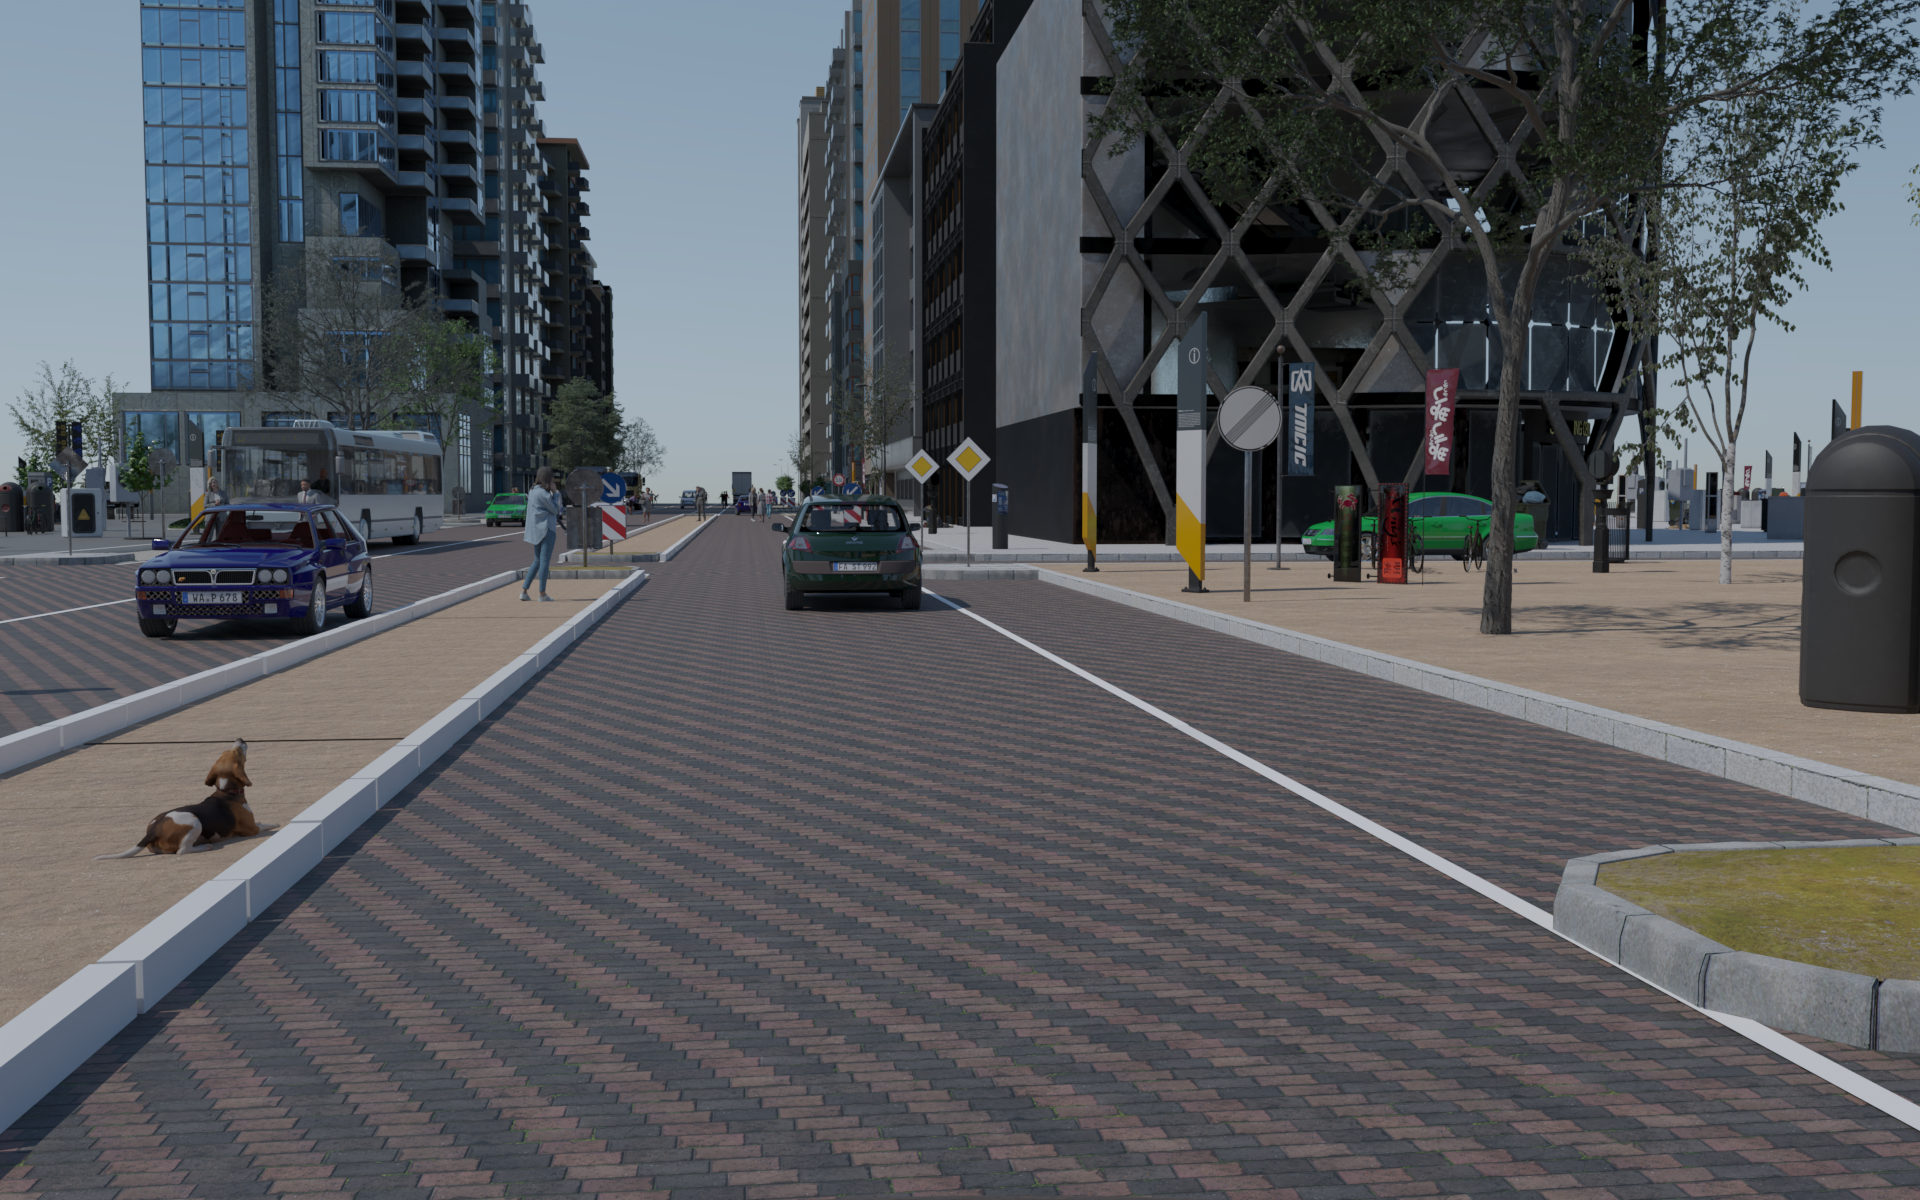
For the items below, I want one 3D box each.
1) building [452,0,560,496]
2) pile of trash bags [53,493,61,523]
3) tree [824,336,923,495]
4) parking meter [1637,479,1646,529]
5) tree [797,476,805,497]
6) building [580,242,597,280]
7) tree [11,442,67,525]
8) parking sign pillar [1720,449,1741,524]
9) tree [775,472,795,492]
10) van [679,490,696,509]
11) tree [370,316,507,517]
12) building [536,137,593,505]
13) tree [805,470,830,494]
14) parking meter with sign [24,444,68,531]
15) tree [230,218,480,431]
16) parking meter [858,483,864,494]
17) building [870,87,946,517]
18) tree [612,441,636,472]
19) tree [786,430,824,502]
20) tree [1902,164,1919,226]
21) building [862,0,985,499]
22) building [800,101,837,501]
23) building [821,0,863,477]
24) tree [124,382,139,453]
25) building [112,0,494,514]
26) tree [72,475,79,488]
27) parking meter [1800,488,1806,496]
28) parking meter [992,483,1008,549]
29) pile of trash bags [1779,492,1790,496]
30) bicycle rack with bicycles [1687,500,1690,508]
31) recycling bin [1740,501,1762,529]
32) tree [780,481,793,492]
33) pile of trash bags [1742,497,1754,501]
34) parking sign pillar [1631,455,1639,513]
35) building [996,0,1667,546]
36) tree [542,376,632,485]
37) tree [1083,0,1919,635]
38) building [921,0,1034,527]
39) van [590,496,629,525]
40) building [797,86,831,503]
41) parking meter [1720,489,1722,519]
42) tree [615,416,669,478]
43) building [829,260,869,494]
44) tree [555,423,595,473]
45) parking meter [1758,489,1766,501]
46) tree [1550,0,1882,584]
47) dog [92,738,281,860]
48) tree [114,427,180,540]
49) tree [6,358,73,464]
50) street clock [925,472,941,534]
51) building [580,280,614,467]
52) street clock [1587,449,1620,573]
[{"bbox_3d":[-49.149,-32.758,155.195,23.786,49.044,30.456,0,4,-7],"label":"building"},{"bbox_3d":[-39.810,-4.124,77.178,1.912,1.369,3.447,0,4,1],"label":"pile of trash bags"},{"bbox_3d":[-3.858,-7.909,79.667,4.360,8.622,3.978,0,3,0],"label":"tree"},{"bbox_3d":[25.178,-3.556,63.844,0.255,1.863,0.399,-2,4,-32],"label":"parking meter"},{"bbox_3d":[-16.350,-11.547,183.387,1.663,3.219,1.824,0,3,0],"label":"tree"},{"bbox_3d":[-65.114,-33.963,247.172,32.217,40.220,23.993,0,4,-7],"label":"building"},{"bbox_3d":[-34.578,-4.289,64.722,1.663,3.219,1.824,0,3,0],"label":"tree"},{"bbox_3d":[33.017,-5.257,74.425,1.447,3.967,1.447,2,4,27],"label":"parking sign pillar"},{"bbox_3d":[-26.458,-17.038,262.286,4.285,4.588,4.351,0,3,0],"label":"tree"},{"bbox_3d":[-26.620,-9.995,170.431,2.013,2.044,4.112,0,4,-6],"label":"van"},{"bbox_3d":[-29.436,-10.518,97.727,9.928,11.665,9.643,0,3,0],"label":"tree"},{"bbox_3d":[-55.948,-33.801,207.276,22.147,44.769,28.867,0,4,-7],"label":"building"},{"bbox_3d":[-11.145,-8.819,138.791,1.663,3.219,1.824,0,3,0],"label":"tree"},{"bbox_3d":[-32.111,-3.929,60.504,1.738,3.016,0.543,0,4,7],"label":"parking meter with sign"},{"bbox_3d":[-26.857,-10.212,77.341,12.009,13.543,11.850,0,3,0],"label":"tree"},{"bbox_3d":[-5.006,-4.943,86.535,0.399,1.863,0.255,0,4,5],"label":"parking meter"},{"bbox_3d":[2.996,-17.131,99.161,14.314,24.678,30.058,0,4,-7],"label":"building"},{"bbox_3d":[-43.673,-16.567,221.227,4.737,8.622,4.395,0,3,0],"label":"tree"},{"bbox_3d":[-17.679,-15.005,195.691,4.360,8.622,3.978,0,3,0],"label":"tree"},{"bbox_3d":[15.548,-4.478,23.576,4.737,8.622,4.395,0,3,0],"label":"tree"},{"bbox_3d":[0.577,-28.819,121.303,14.600,45.320,14.200,0,4,-7],"label":"building"},{"bbox_3d":[-8.040,-35.940,211.317,21.300,48.544,21.600,0,4,-7],"label":"building"},{"bbox_3d":[-1.899,-33.820,172.568,23.786,49.044,30.456,0,4,-7],"label":"building"},{"bbox_3d":[-51.914,-9.441,104.730,4.737,8.622,4.395,0,3,0],"label":"tree"},{"bbox_3d":[-45.165,-49.529,122.477,22.319,86.520,31.000,0,4,-7],"label":"building"},{"bbox_3d":[-37.817,-4.794,72.987,1.663,3.219,1.824,0,3,0],"label":"tree"},{"bbox_3d":[32.960,-3.639,67.915,0.372,1.533,0.369,0,3,0],"label":"parking meter"},{"bbox_3d":[0.937,-1.950,40.296,0.372,1.533,0.369,0,3,0],"label":"parking meter"},{"bbox_3d":[39.349,-4.431,82.195,1.912,1.369,3.447,2,4,33],"label":"pile of trash bags"},{"bbox_3d":[48.937,-6.296,116.320,2.852,0.926,2.925,-1,4,-17],"label":"bicycle rack with bicycles"},{"bbox_3d":[29.683,-3.203,64.931,0.722,1.027,0.722,2,4,26],"label":"recycling bin"},{"bbox_3d":[-25.385,-15.712,251.489,1.663,3.219,1.824,0,3,0],"label":"tree"},{"bbox_3d":[43.192,-5.386,97.819,3.447,1.369,1.912,2,4,29],"label":"pile of trash bags"},{"bbox_3d":[46.082,-7.952,118.489,1.447,3.967,1.447,1,4,13],"label":"parking sign pillar"},{"bbox_3d":[10.524,-11.135,49.504,16.811,18.784,16.820,0,4,-7],"label":"building"},{"bbox_3d":[-39.838,-17.017,184.877,9.857,13.997,8.962,0,3,0],"label":"tree"},{"bbox_3d":[4.759,-4.948,15.310,8.767,10.594,7.601,2,4,25],"label":"tree"},{"bbox_3d":[5.270,-15.024,75.312,12.332,23.373,15.834,0,4,-7],"label":"building"},{"bbox_3d":[-15.869,-4.333,77.853,2.013,2.044,4.112,-1,4,-9],"label":"van"},{"bbox_3d":[-13.537,-43.802,258.162,21.231,58.520,28.212,0,4,-7],"label":"building"},{"bbox_3d":[38.393,-4.827,87.336,0.372,1.533,0.369,0,3,0],"label":"parking meter"},{"bbox_3d":[-50.177,-21.890,268.273,12.009,13.543,11.850,0,3,0],"label":"tree"},{"bbox_3d":[3.697,-18.291,144.094,27.650,21.520,28.899,0,4,-7],"label":"building"},{"bbox_3d":[-38.955,-13.810,176.147,4.360,8.622,3.978,0,3,0],"label":"tree"},{"bbox_3d":[41.194,-4.926,88.954,0.372,1.533,0.369,0,3,0],"label":"parking meter"},{"bbox_3d":[10.855,-4.546,24.687,4.360,8.622,3.978,0,3,0],"label":"tree"},{"bbox_3d":[-3.160,0.802,7.077,0.748,0.427,0.550,-2,4,-27],"label":"dog"},{"bbox_3d":[-23.128,-3.312,48.759,1.663,3.219,1.824,0,3,0],"label":"tree"},{"bbox_3d":[-48.262,-8.702,92.644,4.737,8.622,4.395,0,3,0],"label":"tree"},{"bbox_3d":[-0.875,-3.181,56.577,0.471,2.002,0.358,-3,5,-41],"label":"street clock"},{"bbox_3d":[-53.525,-28.014,229.737,14.160,30.474,14.107,0,4,-7],"label":"building"},{"bbox_3d":[10.435,-1.442,28.142,0.358,2.002,0.471,-2,4,-33],"label":"street clock"}]
